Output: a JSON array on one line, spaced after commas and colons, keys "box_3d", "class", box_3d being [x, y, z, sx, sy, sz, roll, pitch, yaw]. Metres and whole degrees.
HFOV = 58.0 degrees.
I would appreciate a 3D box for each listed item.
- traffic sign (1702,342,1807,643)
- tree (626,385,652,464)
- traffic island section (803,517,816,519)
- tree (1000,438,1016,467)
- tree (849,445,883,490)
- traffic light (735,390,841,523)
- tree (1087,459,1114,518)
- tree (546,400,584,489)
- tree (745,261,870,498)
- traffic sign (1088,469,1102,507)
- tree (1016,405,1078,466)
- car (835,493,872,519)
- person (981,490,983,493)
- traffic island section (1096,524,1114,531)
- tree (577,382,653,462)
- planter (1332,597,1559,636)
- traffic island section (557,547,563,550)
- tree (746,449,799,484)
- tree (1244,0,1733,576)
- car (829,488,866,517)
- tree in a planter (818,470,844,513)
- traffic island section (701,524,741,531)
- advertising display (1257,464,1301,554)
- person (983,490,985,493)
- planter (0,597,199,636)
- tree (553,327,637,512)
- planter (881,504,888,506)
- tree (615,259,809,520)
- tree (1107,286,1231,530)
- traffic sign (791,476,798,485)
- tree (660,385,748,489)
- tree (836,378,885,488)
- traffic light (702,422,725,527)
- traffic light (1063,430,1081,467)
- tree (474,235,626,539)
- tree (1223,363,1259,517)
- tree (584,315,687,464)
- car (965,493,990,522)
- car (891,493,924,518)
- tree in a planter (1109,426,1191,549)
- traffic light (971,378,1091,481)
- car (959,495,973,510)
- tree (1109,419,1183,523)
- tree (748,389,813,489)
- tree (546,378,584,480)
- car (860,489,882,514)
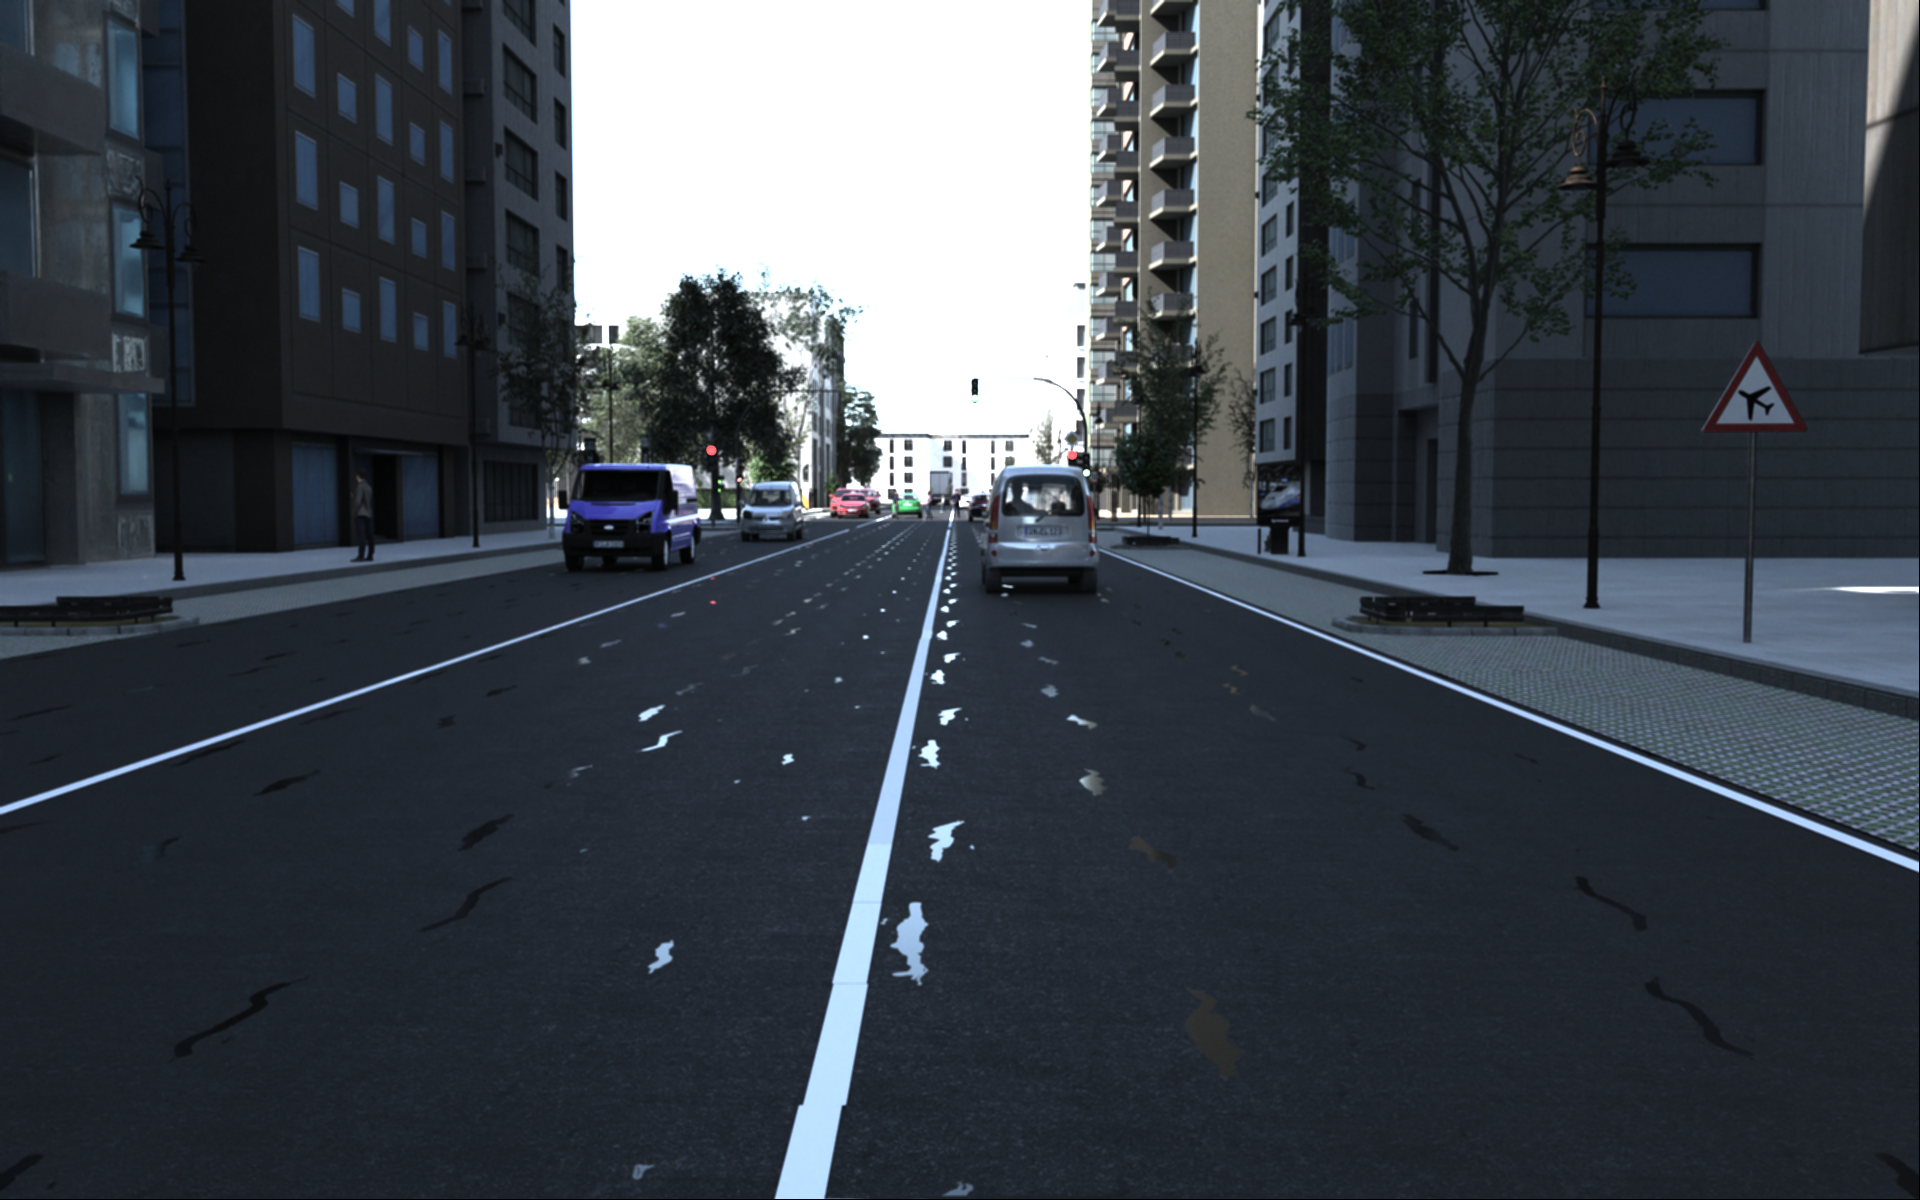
[{"box_3d": [6.797, -0.910, 14.880, 0.884, 2.594, 0.081, 0, 4, 1], "class": "traffic sign"}, {"box_3d": [-20.312, -9.362, 103.428, 4.360, 8.622, 3.978, 0, 3, 0], "class": "tree"}, {"box_3d": [-9.433, -4.789, 101.171, 1.991, 0.108, 1.994, 0, 3, 0], "class": "traffic island section"}, {"box_3d": [7.153, -17.002, 228.336, 4.360, 8.622, 3.978, 0, 3, 0], "class": "tree"}, {"box_3d": [-11.876, -16.624, 222.159, 4.737, 8.622, 4.395, 0, 3, 0], "class": "tree"}, {"box_3d": [-7.576, -6.183, 75.761, 4.771, 5.953, 1.251, 0, 3, 0], "class": "traffic light"}, {"box_3d": [7.338, -6.083, 94.062, 1.663, 3.219, 1.824, 0, 3, 0], "class": "tree"}, {"box_3d": [-22.670, -8.802, 94.272, 4.737, 8.622, 4.395, 0, 3, 0], "class": "tree"}, {"box_3d": [-13.813, -17.433, 140.925, 12.611, 20.169, 13.585, 0, 3, 0], "class": "tree"}, {"box_3d": [6.877, -5.410, 88.551, 0.768, 2.556, 0.104, 0, 4, 2], "class": "traffic sign"}, {"box_3d": [7.493, -11.796, 143.224, 4.360, 8.622, 3.978, 0, 3, 0], "class": "tree"}, {"box_3d": [-6.292, -5.715, 102.475, 2.155, 1.783, 4.494, 0, 4, -2], "class": "car"}, {"box_3d": [1.886, -8.779, 152.556, 1.217, 1.766, 0.721, 1, 4, 21], "class": "person"}, {"box_3d": [4.928, -2.790, 67.893, 2.009, 0.180, 2.903, 0, 3, 0], "class": "traffic island section"}, {"box_3d": [-28.806, -13.535, 147.054, 9.928, 11.665, 9.643, 0, 3, 0], "class": "tree"}, {"box_3d": [5.012, 0.171, 18.344, 1.991, 0.319, 1.994, 0, 3, 0], "class": "planter"}, {"box_3d": [-9.322, -1.373, 45.307, 1.991, 0.108, 1.994, 0, 3, 0], "class": "traffic island section"}, {"box_3d": [-11.854, -7.683, 109.331, 4.285, 4.588, 4.351, 0, 3, 0], "class": "tree"}, {"box_3d": [8.116, -6.205, 27.214, 9.928, 11.665, 9.643, 0, 3, 0], "class": "tree"}, {"box_3d": [-6.960, -6.066, 107.849, 2.281, 1.827, 5.304, 0, 4, -1], "class": "car"}, {"box_3d": [-9.486, -8.018, 128.323, 1.991, 3.239, 1.994, 0, 3, 0], "class": "tree in a planter"}, {"box_3d": [-9.693, -2.788, 67.872, 2.009, 0.180, 2.903, 0, 3, 0], "class": "traffic island section"}, {"box_3d": [6.817, -1.937, 36.879, 0.974, 1.923, 0.123, 1, 4, 12], "class": "advertising display"}, {"box_3d": [2.564, -10.822, 185.446, 0.705, 1.822, 1.348, 1, 4, 14], "class": "person"}, {"box_3d": [-9.272, 0.170, 18.357, 1.991, 0.319, 1.994, 0, 3, 0], "class": "planter"}, {"box_3d": [-27.937, -13.053, 123.788, 12.009, 13.543, 11.850, 0, 3, 0], "class": "tree"}, {"box_3d": [-9.619, -11.286, 205.661, 1.991, 0.319, 1.994, 0, 3, 0], "class": "planter"}, {"box_3d": [-12.073, -10.285, 85.163, 9.611, 12.733, 9.660, 0, 3, 0], "class": "tree"}, {"box_3d": [7.459, -6.833, 62.086, 4.737, 8.622, 4.395, 0, 3, 0], "class": "tree"}, {"box_3d": [-11.703, -7.374, 120.665, 0.768, 2.556, 0.104, 0, 4, 4], "class": "traffic sign"}, {"box_3d": [-15.028, -8.860, 95.222, 4.737, 8.622, 4.395, 0, 3, 0], "class": "tree"}, {"box_3d": [-12.604, -17.324, 189.897, 9.857, 13.997, 8.962, 0, 3, 0], "class": "tree"}, {"box_3d": [-9.653, -4.821, 67.737, 0.839, 4.253, 0.868, 0, 3, 0], "class": "traffic light"}, {"box_3d": [4.874, -5.312, 75.764, 0.839, 4.253, 0.868, 0, 3, 0], "class": "traffic light"}, {"box_3d": [-11.634, -6.042, 49.154, 4.360, 8.622, 3.978, 0, 3, 0], "class": "tree"}, {"box_3d": [16.306, -8.876, 95.489, 4.360, 8.622, 3.978, 0, 3, 0], "class": "tree"}, {"box_3d": [-20.198, -11.779, 110.711, 7.486, 12.596, 7.792, 0, 3, 0], "class": "tree"}, {"box_3d": [1.335, -5.047, 91.555, 2.155, 1.783, 4.494, 0, 4, 0], "class": "car"}, {"box_3d": [-3.150, -5.815, 103.870, 1.959, 1.807, 4.718, 0, 4, -1], "class": "car"}, {"box_3d": [4.955, -2.949, 45.436, 1.991, 3.239, 1.994, 0, 3, 0], "class": "tree in a planter"}, {"box_3d": [2.797, -5.686, 67.634, 4.771, 5.953, 1.251, 0, 3, 0], "class": "traffic light"}, {"box_3d": [0.817, -9.013, 159.718, 2.083, 1.381, 4.827, 0, 4, -1], "class": "car"}, {"box_3d": [8.224, -5.664, 76.320, 4.285, 4.588, 4.351, 0, 3, 0], "class": "tree"}, {"box_3d": [-12.069, -10.002, 113.899, 4.737, 8.622, 4.395, 0, 3, 0], "class": "tree"}, {"box_3d": [-34.552, -14.128, 137.654, 9.857, 13.997, 8.962, 0, 3, 0], "class": "tree"}, {"box_3d": [-6.743, -7.076, 124.369, 2.281, 1.827, 5.304, 0, 4, -1], "class": "car"}]
